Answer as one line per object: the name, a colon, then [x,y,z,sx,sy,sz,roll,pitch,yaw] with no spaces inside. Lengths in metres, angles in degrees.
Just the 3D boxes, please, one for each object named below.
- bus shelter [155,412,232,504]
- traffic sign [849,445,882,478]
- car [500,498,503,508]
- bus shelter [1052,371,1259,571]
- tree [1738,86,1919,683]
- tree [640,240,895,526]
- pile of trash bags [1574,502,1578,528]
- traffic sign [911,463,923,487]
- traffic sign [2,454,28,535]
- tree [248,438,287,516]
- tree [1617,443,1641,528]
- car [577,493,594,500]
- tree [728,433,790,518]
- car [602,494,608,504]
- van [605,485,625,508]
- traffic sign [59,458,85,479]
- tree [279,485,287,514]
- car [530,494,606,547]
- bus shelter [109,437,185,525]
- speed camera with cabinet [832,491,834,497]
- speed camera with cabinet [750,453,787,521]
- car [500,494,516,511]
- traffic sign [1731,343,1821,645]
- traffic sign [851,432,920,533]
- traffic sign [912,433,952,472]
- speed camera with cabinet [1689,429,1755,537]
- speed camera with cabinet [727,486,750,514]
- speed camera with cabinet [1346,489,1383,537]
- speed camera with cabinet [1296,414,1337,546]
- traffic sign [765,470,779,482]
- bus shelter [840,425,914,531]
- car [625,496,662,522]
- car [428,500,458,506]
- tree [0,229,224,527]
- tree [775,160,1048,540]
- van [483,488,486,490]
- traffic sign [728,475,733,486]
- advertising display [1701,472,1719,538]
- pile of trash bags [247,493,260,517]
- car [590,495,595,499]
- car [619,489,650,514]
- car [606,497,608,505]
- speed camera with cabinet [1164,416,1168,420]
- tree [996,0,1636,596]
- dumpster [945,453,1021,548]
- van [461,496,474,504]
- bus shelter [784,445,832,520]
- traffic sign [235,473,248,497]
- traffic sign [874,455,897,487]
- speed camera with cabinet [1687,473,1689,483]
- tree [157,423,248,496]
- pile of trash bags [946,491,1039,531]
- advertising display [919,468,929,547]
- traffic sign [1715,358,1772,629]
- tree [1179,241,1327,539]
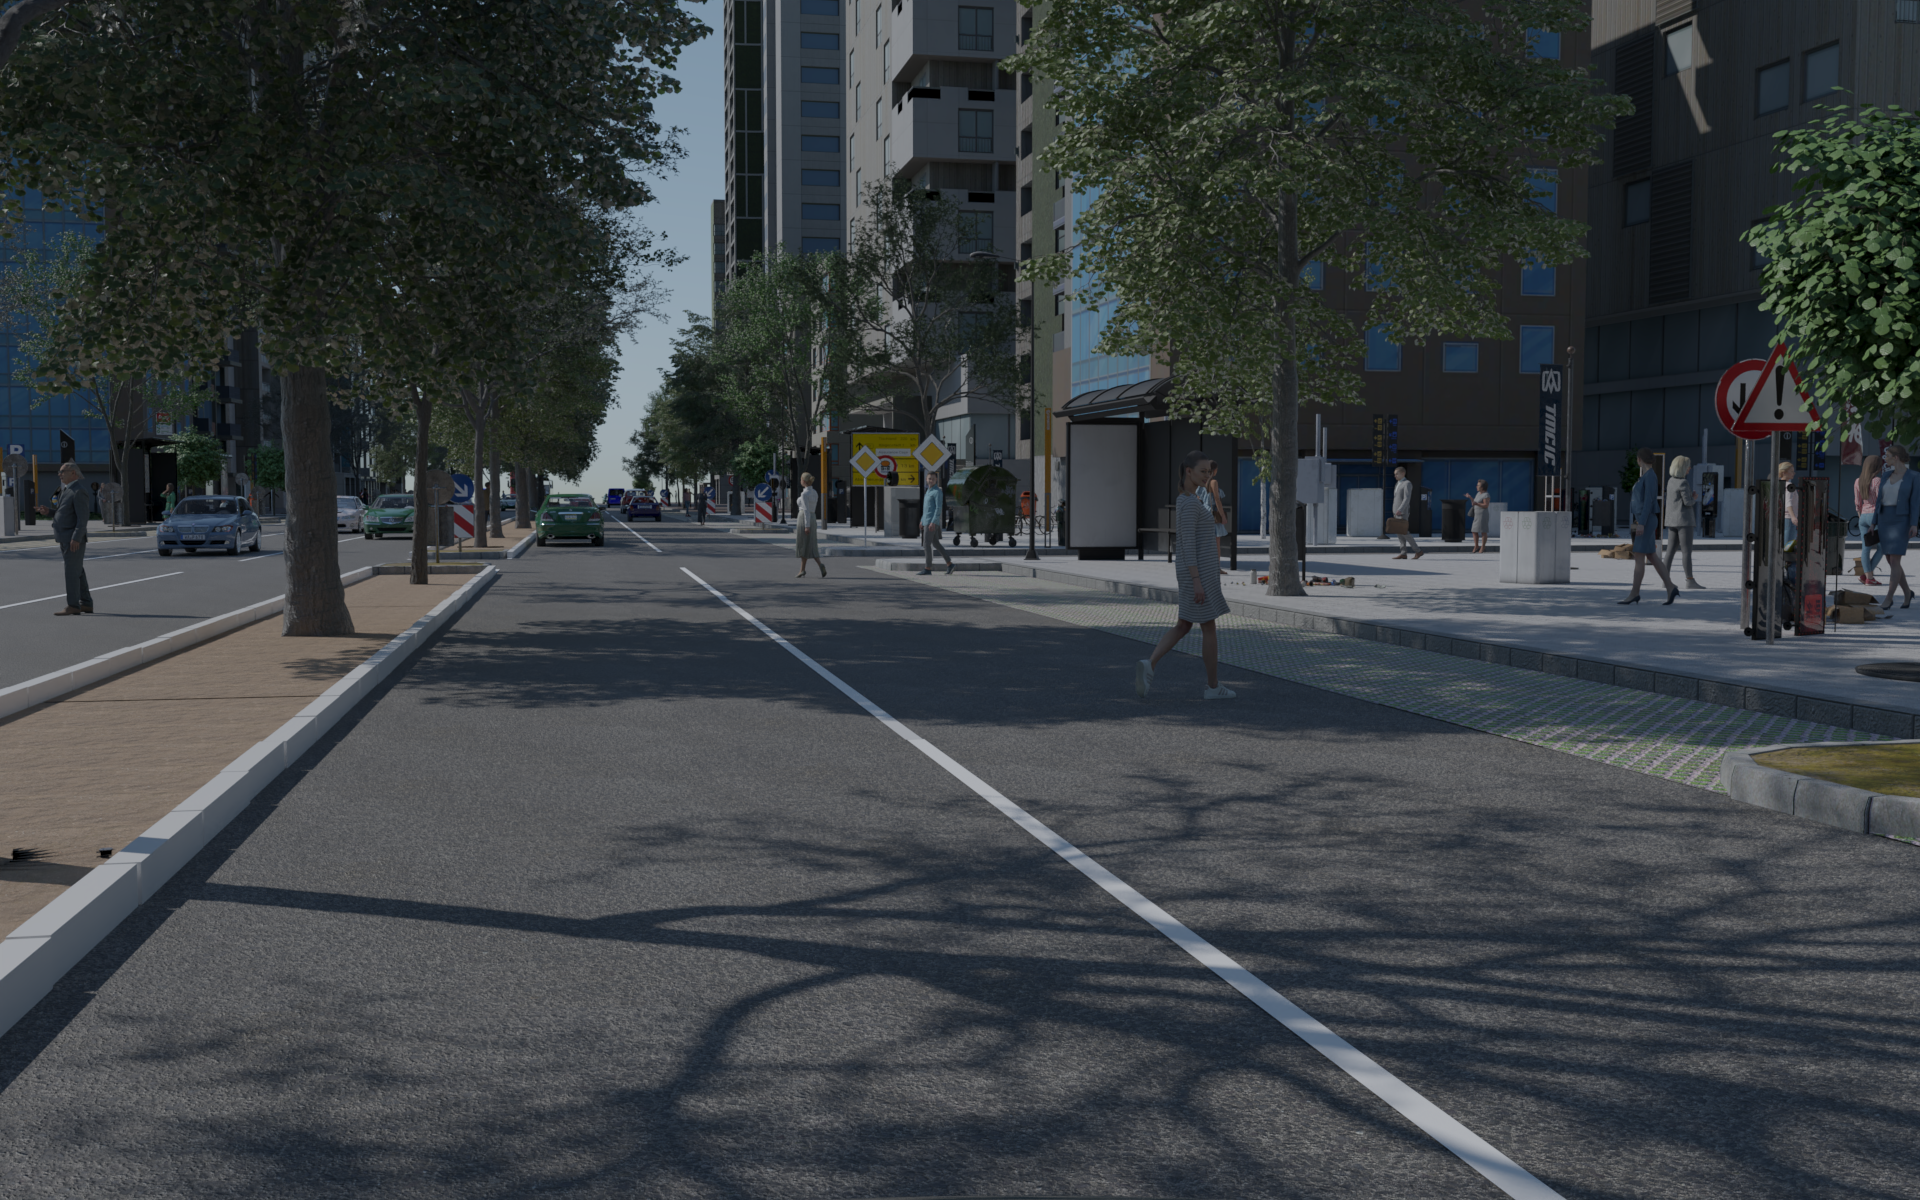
bus shelter: [-38.694,-6.709,87.323,2.179,5.291,8.768,-1,4,-12]
traffic sign: [-2.218,-2.374,41.011,0.795,2.593,0.064,-1,4,-12]
car: [-48.436,-10.254,179.648,2.014,1.417,4.499,-1,4,-13]
bus shelter: [3.363,-2.279,31.177,2.014,3.302,5.546,-1,4,-12]
tree: [7.177,-1.736,12.104,4.285,4.588,4.351,0,3,0]
tree: [-6.357,-8.823,70.008,9.928,11.665,9.643,0,3,0]
pile of trash bags: [23.806,-3.555,67.882,1.912,1.369,3.447,-1,4,-9]
traffic sign: [-1.605,-3.524,57.728,0.768,2.556,0.104,0,4,-3]
traffic sign: [-29.692,-3.323,54.443,0.768,2.556,0.104,0,4,-7]
tree: [-40.256,-7.199,101.411,4.285,4.588,4.351,0,3,0]
tree: [25.206,-4.297,64.862,1.663,3.219,1.824,0,3,0]
car: [-30.550,-7.987,139.622,2.155,1.783,4.494,-1,4,-14]
tree: [-10.691,-6.668,92.738,4.285,4.588,4.351,0,3,0]
car: [-50.514,-14.531,249.373,2.131,1.459,4.920,-1,4,-14]
van: [-35.713,-10.745,180.057,2.240,2.365,5.245,-1,4,-12]
traffic sign: [-31.733,-3.785,61.896,0.884,2.594,0.081,0,4,-5]
tree: [-43.461,-7.207,112.432,1.663,3.219,1.824,0,3,0]
car: [-11.011,-2.261,48.768,2.131,1.459,4.920,-1,4,-14]
bus shelter: [-34.938,-5.099,74.655,1.731,3.624,6.357,-1,4,-12]
speed camera with cabinet: [-7.927,-6.116,94.336,2.038,3.252,0.660,1,4,8]
speed camera with cabinet: [-9.099,-5.430,83.115,0.660,3.252,2.038,2,4,27]
car: [-37.426,-8.141,144.907,2.131,1.459,4.920,-1,4,-12]
traffic sign: [6.903,-0.898,14.688,0.884,2.594,0.081,-1,4,-12]
traffic sign: [-2.455,-3.875,57.235,2.265,3.308,0.079,0,4,-7]
traffic sign: [-0.516,-1.897,33.209,0.795,2.593,0.064,-1,4,-12]
speed camera with cabinet: [23.054,-3.524,51.958,0.660,3.252,2.038,-2,4,-30]
speed camera with cabinet: [-13.967,-7.179,111.719,2.038,3.252,0.660,1,4,16]
speed camera with cabinet: [11.557,-3.510,51.722,2.038,3.252,0.660,0,4,4]
speed camera with cabinet: [8.987,-3.014,43.610,0.660,3.252,2.038,2,4,25]
traffic sign: [-9.826,-5.543,90.734,0.768,2.556,0.104,0,4,-8]
bus shelter: [-3.015,-4.355,62.481,1.731,3.624,6.357,-1,4,-12]
car: [-16.615,-4.801,91.070,1.945,1.354,3.894,-1,4,-11]
car: [-21.212,-3.579,70.515,2.014,1.417,4.499,-1,4,-10]
tree: [-32.799,-8.667,67.464,9.928,11.665,9.643,0,3,0]
tree: [-0.952,-6.995,48.782,7.601,10.594,8.767,2,4,24]
van: [-47.375,-10.346,173.537,2.240,2.365,5.245,-1,4,-12]
traffic sign: [-14.845,-6.959,113.889,0.768,2.556,0.104,0,4,-5]
advertising display: [21.979,-2.787,50.787,0.123,1.923,0.974,0,4,4]
pile of trash bags: [-39.965,-5.304,96.475,3.447,1.369,1.912,3,5,41]
car: [-43.537,-11.573,201.577,2.083,1.381,4.827,-1,4,-13]
car: [-23.719,-7.206,126.485,2.281,1.827,5.304,-1,4,-13]
car: [-43.394,-12.744,217.162,1.959,1.807,4.718,-1,4,-14]
speed camera with cabinet: [5.641,-3.017,43.660,2.038,3.252,0.660,-2,4,-29]
tree: [4.074,-6.297,21.091,7.486,12.596,7.792,0,3,0]
dumpster: [0.573,-2.432,42.264,1.502,2.255,1.985,-1,4,-12]
van: [-51.340,-10.533,179.219,2.013,2.044,4.112,-1,4,-14]
bus shelter: [-7.556,-5.796,86.041,1.731,3.624,6.357,-1,4,-12]
traffic sign: [-43.111,-6.353,103.974,0.768,2.556,0.104,0,4,-3]
traffic sign: [-2.412,-3.419,56.005,0.768,2.556,0.104,0,4,-5]
speed camera with cabinet: [25.916,-3.963,59.125,2.038,3.252,0.660,0,4,-5]
tree: [-35.687,-5.910,80.334,4.285,4.588,4.351,0,3,0]
pile of trash bags: [1.142,-3.084,60.182,3.447,1.369,1.912,2,4,28]
advertising display: [-0.841,-2.295,42.734,0.123,1.923,0.974,1,4,10]
traffic sign: [7.454,-0.995,16.370,0.768,2.556,0.104,0,4,-6]
tree: [8.446,-6.050,49.273,4.737,8.622,4.395,0,3,0]
